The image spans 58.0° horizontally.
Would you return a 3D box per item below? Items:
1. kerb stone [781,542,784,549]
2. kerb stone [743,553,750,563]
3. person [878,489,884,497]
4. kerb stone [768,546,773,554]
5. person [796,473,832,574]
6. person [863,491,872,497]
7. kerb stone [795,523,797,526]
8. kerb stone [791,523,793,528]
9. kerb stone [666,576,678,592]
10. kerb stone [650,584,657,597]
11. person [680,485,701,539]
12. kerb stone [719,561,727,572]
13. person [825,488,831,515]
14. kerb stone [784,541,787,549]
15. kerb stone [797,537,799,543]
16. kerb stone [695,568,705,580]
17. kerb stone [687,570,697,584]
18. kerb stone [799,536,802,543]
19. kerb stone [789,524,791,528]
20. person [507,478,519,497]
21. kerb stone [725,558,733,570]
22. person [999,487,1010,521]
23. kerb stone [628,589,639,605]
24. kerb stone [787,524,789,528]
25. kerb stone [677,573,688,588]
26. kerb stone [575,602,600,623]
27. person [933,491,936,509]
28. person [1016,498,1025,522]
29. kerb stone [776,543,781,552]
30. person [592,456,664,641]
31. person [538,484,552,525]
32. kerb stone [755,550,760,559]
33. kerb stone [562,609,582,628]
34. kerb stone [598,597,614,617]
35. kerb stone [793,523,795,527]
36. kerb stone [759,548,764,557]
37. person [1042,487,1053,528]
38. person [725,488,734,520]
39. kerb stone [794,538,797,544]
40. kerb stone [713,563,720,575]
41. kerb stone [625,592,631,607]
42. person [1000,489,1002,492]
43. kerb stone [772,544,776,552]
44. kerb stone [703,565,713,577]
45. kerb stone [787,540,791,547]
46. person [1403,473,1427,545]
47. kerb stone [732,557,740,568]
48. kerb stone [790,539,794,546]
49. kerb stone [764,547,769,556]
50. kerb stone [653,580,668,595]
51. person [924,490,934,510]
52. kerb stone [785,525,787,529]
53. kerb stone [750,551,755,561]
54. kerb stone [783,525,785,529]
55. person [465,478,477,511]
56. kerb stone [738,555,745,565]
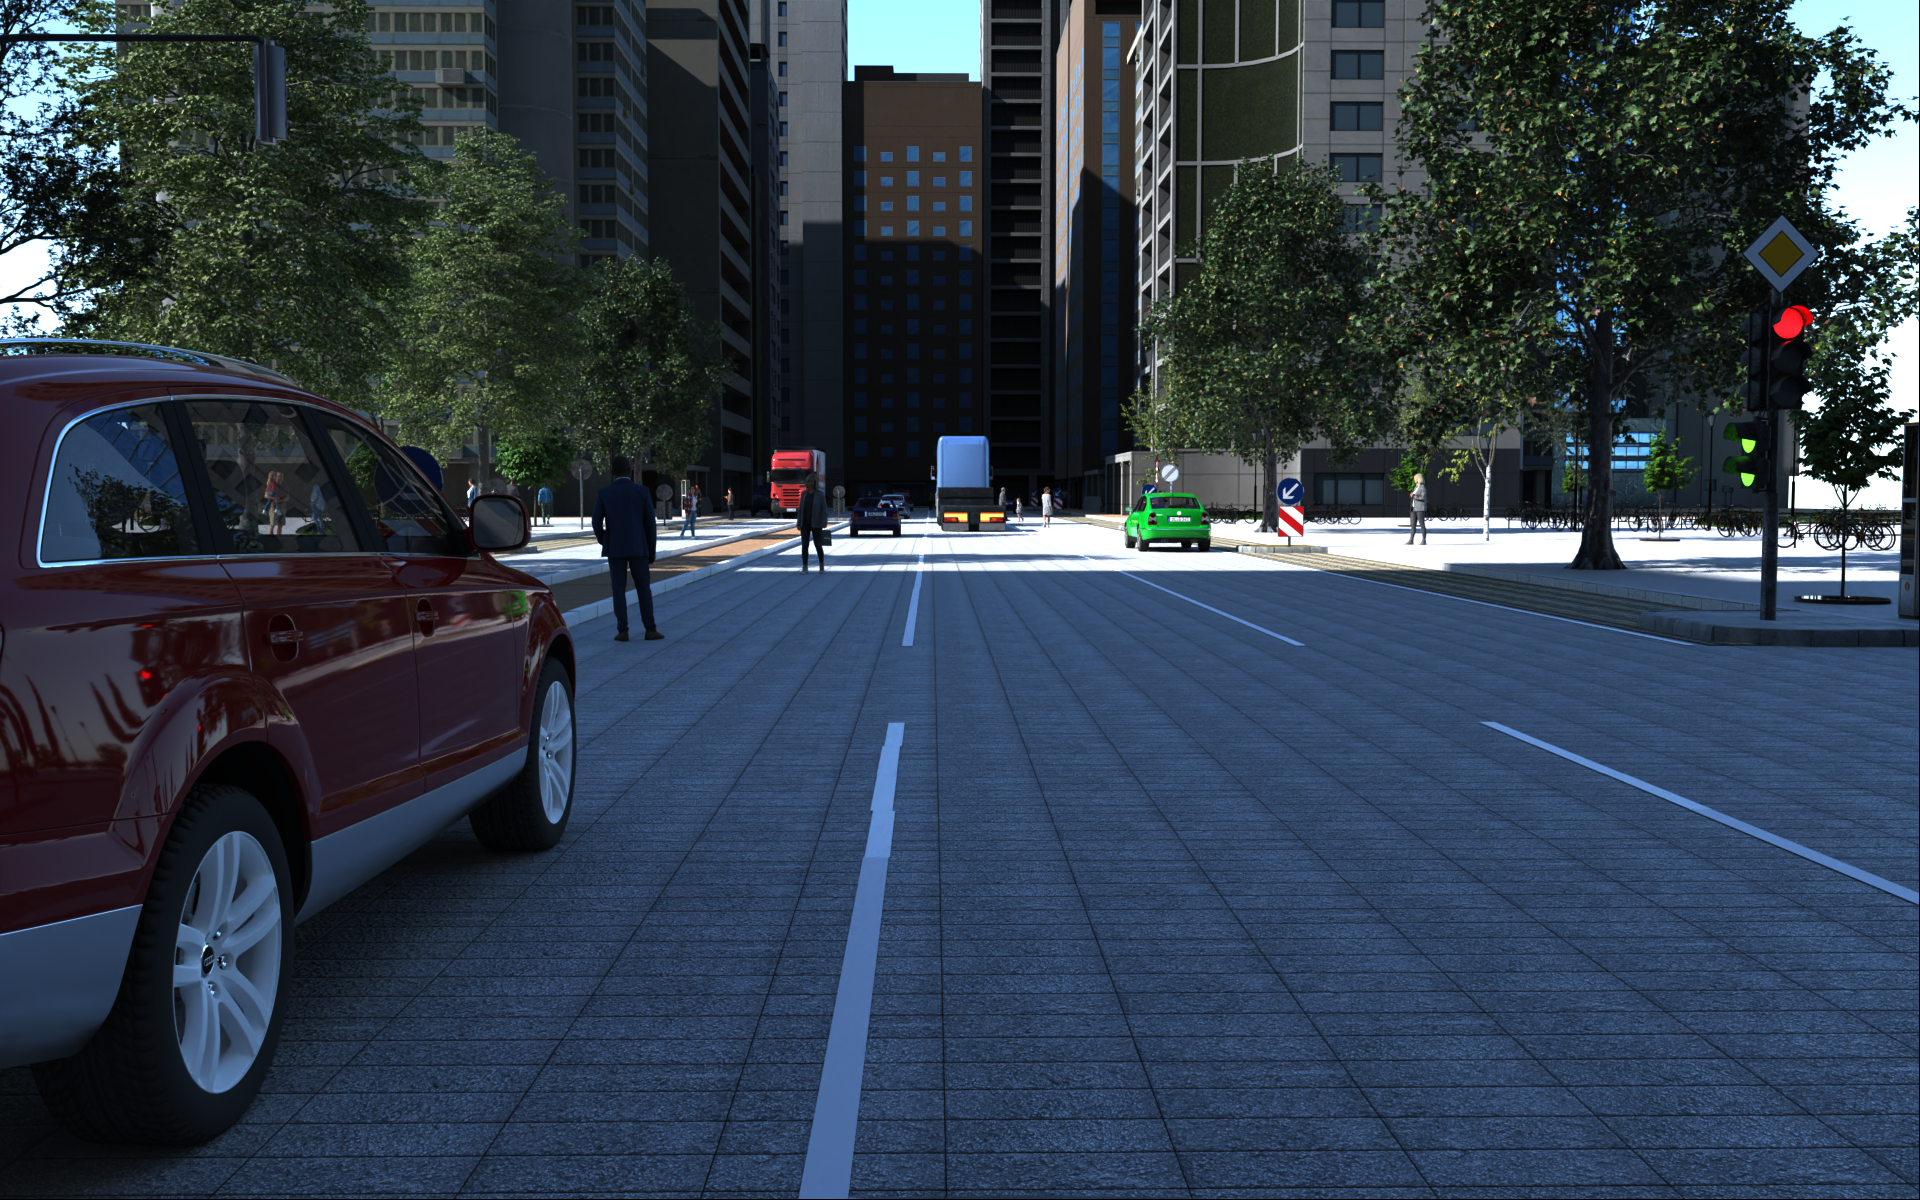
[{"bbox_3d":[-4.657,-1.337,44.109,0.120,0.150,1.000,0,4,-1],"label":"kerb stone"},{"bbox_3d":[-4.515,-0.837,35.922,0.120,0.150,1.000,0,4,-1],"label":"kerb stone"},{"bbox_3d":[-5.244,-6.432,114.114,0.683,1.767,0.568,3,5,39],"label":"person"},{"bbox_3d":[-4.601,-1.151,41.041,0.120,0.150,1.000,0,4,-1],"label":"kerb stone"},{"bbox_3d":[-2.574,-1.368,31.054,0.709,1.800,0.728,1,4,21],"label":"person"},{"bbox_3d":[-7.332,-7.851,137.661,0.742,1.727,0.445,-2,4,-30],"label":"person"},{"bbox_3d":[-7.252,-3.221,74.861,0.120,0.150,1.000,0,4,-1],"label":"kerb stone"},{"bbox_3d":[-7.214,-3.096,72.810,0.120,0.150,1.000,0,4,-1],"label":"kerb stone"},{"bbox_3d":[-4.350,-0.213,25.685,0.120,0.150,1.000,0,4,-1],"label":"kerb stone"},{"bbox_3d":[-4.317,-0.088,23.640,0.120,0.150,1.000,0,4,-1],"label":"kerb stone"},{"bbox_3d":[-8.573,-2.800,55.118,0.643,1.720,0.563,3,4,36],"label":"person"},{"bbox_3d":[-4.449,-0.585,31.831,0.120,0.150,1.000,0,4,-1],"label":"kerb stone"},{"bbox_3d":[-9.126,-6.681,117.763,0.705,1.821,1.348,-2,4,-32],"label":"person"},{"bbox_3d":[-4.672,-1.403,45.132,0.120,0.150,1.000,0,4,-1],"label":"kerb stone"},{"bbox_3d":[-4.738,-1.654,49.236,0.120,0.150,1.000,0,4,-1],"label":"kerb stone"},{"bbox_3d":[-4.399,-0.401,28.752,0.120,0.150,1.000,0,4,-1],"label":"kerb stone"},{"bbox_3d":[-4.387,-0.339,27.730,0.120,0.150,1.000,0,4,-1],"label":"kerb stone"},{"bbox_3d":[-4.751,-1.715,50.266,0.120,0.150,1.000,0,4,-1],"label":"kerb stone"},{"bbox_3d":[-7.200,-3.033,71.787,0.120,0.150,1.000,0,4,-1],"label":"kerb stone"},{"bbox_3d":[-15.802,-3.362,60.818,0.655,1.846,0.447,0,4,-3],"label":"person"},{"bbox_3d":[-4.465,-0.652,32.853,0.120,0.150,1.000,0,4,-1],"label":"kerb stone"},{"bbox_3d":[2.308,-5.001,90.670,0.834,1.777,0.661,-1,4,-18],"label":"person"},{"bbox_3d":[-4.301,-0.026,22.618,0.120,0.150,1.000,0,4,-1],"label":"kerb stone"},{"bbox_3d":[-7.183,-2.970,70.761,0.120,0.150,1.000,0,4,-1],"label":"kerb stone"},{"bbox_3d":[-4.362,-0.276,26.708,0.120,0.150,1.000,0,4,-1],"label":"kerb stone"},{"bbox_3d":[-4.252,0.162,19.544,0.120,0.150,1.000,0,4,-1],"label":"kerb stone"},{"bbox_3d":[-2.438,-9.555,165.509,0.721,1.735,1.217,1,4,10],"label":"person"},{"bbox_3d":[3.055,-4.594,88.633,0.382,1.210,0.505,2,4,28],"label":"person"},{"bbox_3d":[-4.627,-1.278,43.085,0.120,0.150,1.000,0,4,-1],"label":"kerb stone"},{"bbox_3d":[-3.230,-0.503,16.905,0.721,1.800,0.419,-1,4,-18],"label":"person"},{"bbox_3d":[-17.411,-4.058,72.737,0.601,1.785,0.444,-1,4,-18],"label":"person"},{"bbox_3d":[-4.549,-0.964,37.973,0.120,0.150,1.000,0,4,-1],"label":"kerb stone"},{"bbox_3d":[-4.232,0.235,18.510,0.120,0.150,1.000,0,4,-1],"label":"kerb stone"},{"bbox_3d":[-4.266,0.102,20.571,0.120,0.150,1.000,0,4,-1],"label":"kerb stone"},{"bbox_3d":[-7.232,-3.156,73.832,0.120,0.150,1.000,0,4,-1],"label":"kerb stone"},{"bbox_3d":[-4.576,-1.028,38.996,0.120,0.150,1.000,0,4,-1],"label":"kerb stone"},{"bbox_3d":[3.670,-3.888,72.824,0.466,1.731,0.760,0,4,5],"label":"person"},{"bbox_3d":[-12.654,-5.224,94.436,0.750,1.759,0.617,2,4,25],"label":"person"},{"bbox_3d":[-4.717,-1.591,48.214,0.120,0.150,1.000,0,4,-1],"label":"kerb stone"},{"bbox_3d":[-4.429,-0.527,30.804,0.120,0.150,1.000,0,4,-1],"label":"kerb stone"},{"bbox_3d":[-4.280,0.037,21.595,0.120,0.150,1.000,0,4,-1],"label":"kerb stone"},{"bbox_3d":[2.722,-5.995,107.038,0.721,1.766,1.217,0,4,-7],"label":"person"},{"bbox_3d":[-4.624,-1.215,42.063,0.120,0.150,1.000,0,4,-1],"label":"kerb stone"},{"bbox_3d":[-4.420,-0.464,29.782,0.120,0.150,1.000,0,4,-1],"label":"kerb stone"},{"bbox_3d":[-4.682,-1.466,46.161,0.120,0.150,1.000,0,4,-1],"label":"kerb stone"},{"bbox_3d":[11.533,-2.292,43.701,0.526,1.800,0.537,0,4,-7],"label":"person"},{"bbox_3d":[-4.478,-0.714,33.875,0.120,0.150,1.000,0,4,-1],"label":"kerb stone"},{"bbox_3d":[-4.697,-1.528,47.186,0.120,0.150,1.000,0,4,-1],"label":"kerb stone"},{"bbox_3d":[-4.583,-1.090,40.018,0.120,0.150,1.000,0,4,-1],"label":"kerb stone"},{"bbox_3d":[-4.336,-0.151,24.662,0.120,0.150,1.000,0,4,-1],"label":"kerb stone"},{"bbox_3d":[-2.643,-8.957,155.042,0.705,1.812,1.348,3,5,44],"label":"person"},{"bbox_3d":[-7.168,-2.906,69.737,0.120,0.150,1.000,0,4,-1],"label":"kerb stone"},{"bbox_3d":[-4.538,-0.902,36.950,0.120,0.150,1.000,0,4,-1],"label":"kerb stone"},{"bbox_3d":[-7.148,-2.841,68.705,0.120,0.150,1.000,0,4,-1],"label":"kerb stone"},{"bbox_3d":[-16.837,-3.299,60.005,0.654,1.822,0.581,-1,4,-21],"label":"person"},{"bbox_3d":[-4.497,-0.777,34.899,0.120,0.150,1.000,0,4,-1],"label":"kerb stone"}]
